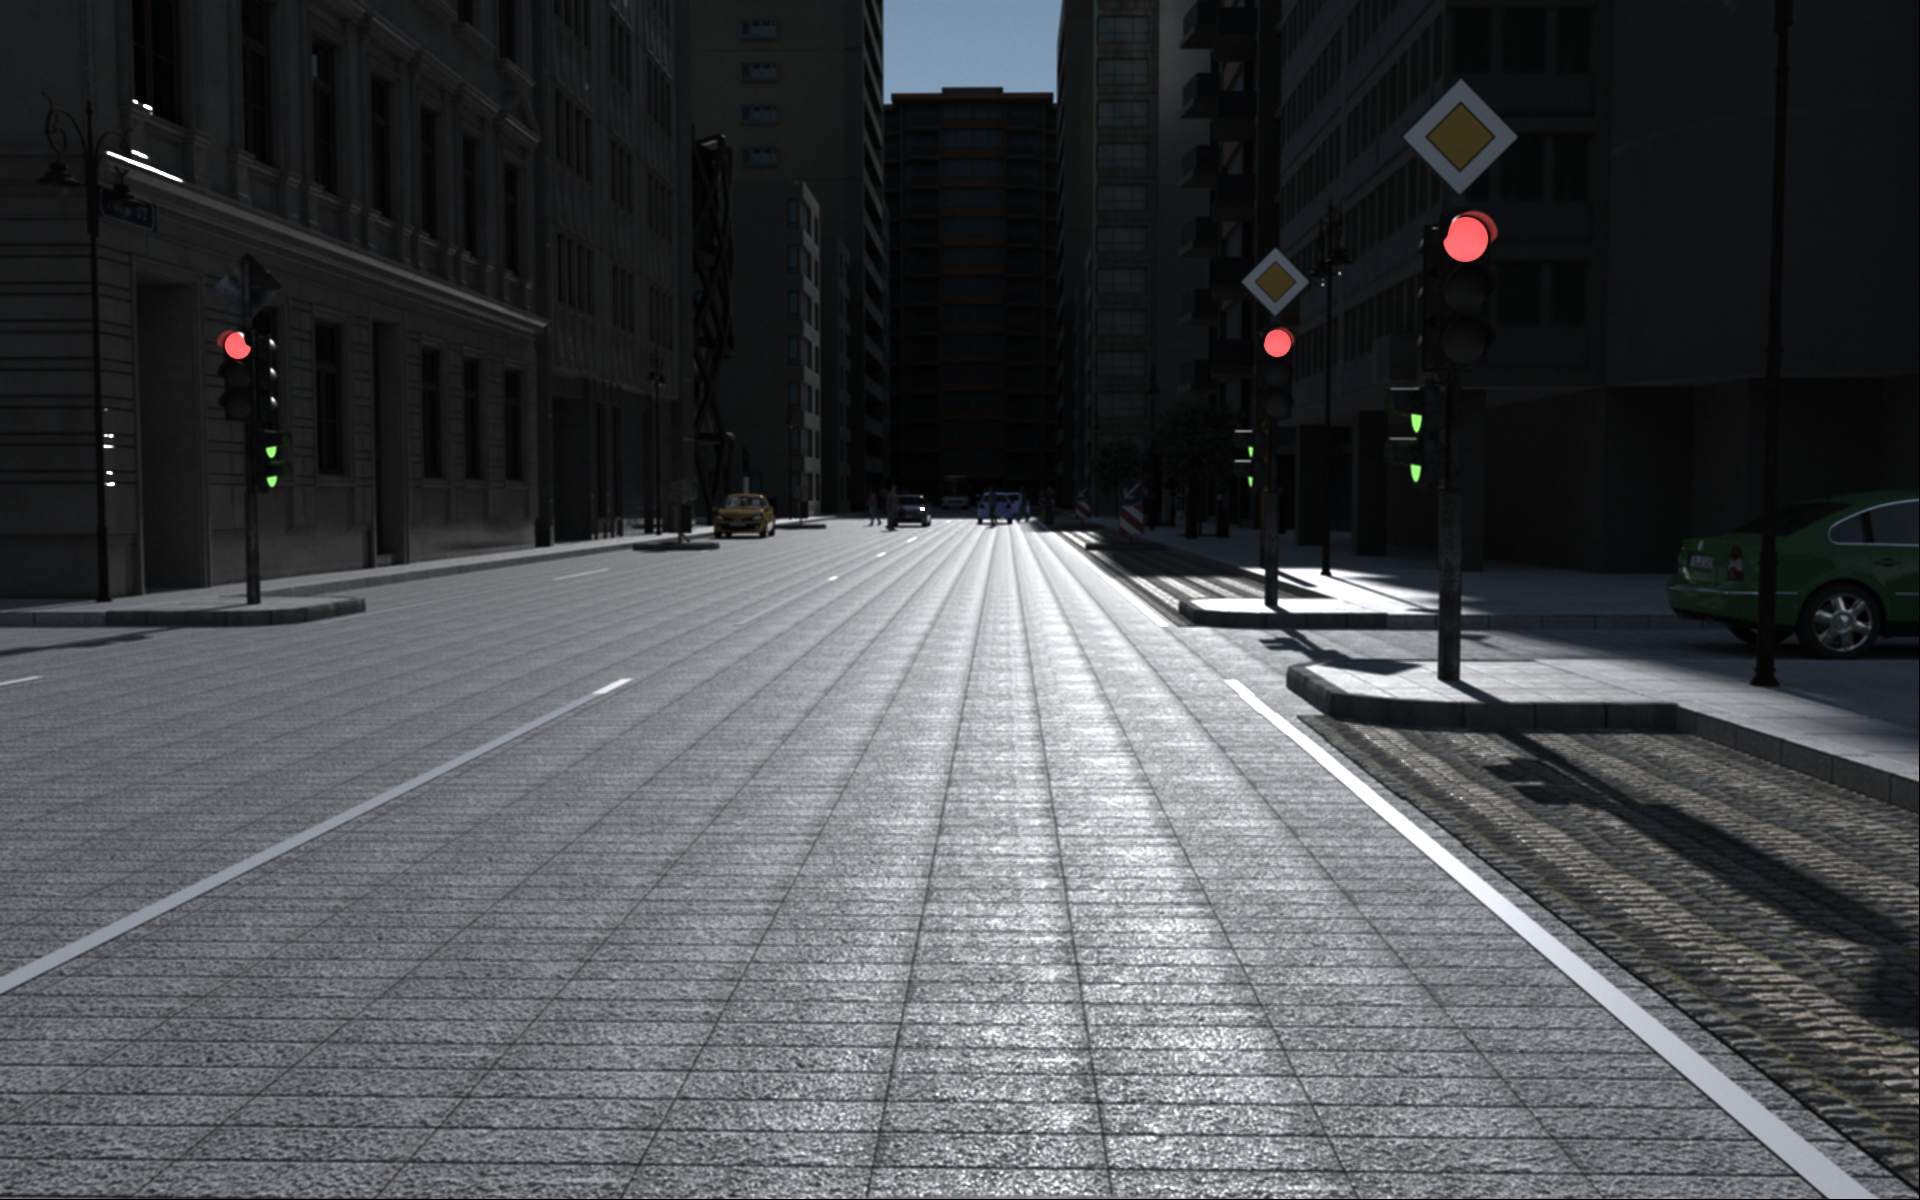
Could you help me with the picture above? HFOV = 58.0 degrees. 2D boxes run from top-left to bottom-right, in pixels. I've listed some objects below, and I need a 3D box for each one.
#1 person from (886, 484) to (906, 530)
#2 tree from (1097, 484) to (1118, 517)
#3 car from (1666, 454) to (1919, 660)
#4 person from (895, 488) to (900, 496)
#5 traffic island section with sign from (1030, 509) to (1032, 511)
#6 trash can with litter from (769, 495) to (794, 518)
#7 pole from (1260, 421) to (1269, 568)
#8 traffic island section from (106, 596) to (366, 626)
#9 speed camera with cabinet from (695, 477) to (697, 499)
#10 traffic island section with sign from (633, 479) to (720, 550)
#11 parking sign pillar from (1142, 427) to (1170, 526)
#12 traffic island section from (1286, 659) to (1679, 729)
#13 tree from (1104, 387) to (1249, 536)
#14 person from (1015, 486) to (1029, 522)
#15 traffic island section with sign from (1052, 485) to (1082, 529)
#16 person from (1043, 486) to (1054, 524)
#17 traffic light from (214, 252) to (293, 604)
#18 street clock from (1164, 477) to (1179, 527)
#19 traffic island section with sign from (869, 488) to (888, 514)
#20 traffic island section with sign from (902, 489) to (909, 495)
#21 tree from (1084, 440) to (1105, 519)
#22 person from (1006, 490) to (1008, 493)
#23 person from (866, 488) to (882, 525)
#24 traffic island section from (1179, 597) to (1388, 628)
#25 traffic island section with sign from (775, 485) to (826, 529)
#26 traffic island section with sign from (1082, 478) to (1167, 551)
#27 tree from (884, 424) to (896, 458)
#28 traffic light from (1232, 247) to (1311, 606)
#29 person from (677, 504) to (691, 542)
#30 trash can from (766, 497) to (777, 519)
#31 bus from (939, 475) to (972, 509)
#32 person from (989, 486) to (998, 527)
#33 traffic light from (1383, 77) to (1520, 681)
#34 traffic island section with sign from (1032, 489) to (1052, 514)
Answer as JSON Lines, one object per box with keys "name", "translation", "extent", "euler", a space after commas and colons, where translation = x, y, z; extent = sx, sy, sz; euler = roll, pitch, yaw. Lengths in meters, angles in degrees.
{"name": "person", "translation": [-2.617, -3.652, 68.330], "extent": [0.853, 1.813, 0.709], "euler": [2, 4, 26]}
{"name": "tree", "translation": [8.307, -6.363, 98.640], "extent": [1.663, 3.219, 1.824], "euler": [0, 3, 0]}
{"name": "car", "translation": [8.959, -0.420, 15.657], "extent": [4.718, 1.807, 1.959], "euler": [0, 4, 2]}
{"name": "person", "translation": [-4.428, -6.828, 120.151], "extent": [1.348, 1.823, 0.705], "euler": [-1, 4, -12]}
{"name": "traffic island section with sign", "translation": [6.949, -8.562, 148.623], "extent": [1.989, 1.847, 2.006], "euler": [0, 4, 1]}
{"name": "trash can with litter", "translation": [-9.893, -5.037, 93.404], "extent": [2.233, 1.210, 1.678], "euler": [3, 4, 38]}
{"name": "pole", "translation": [5.325, -2.215, 30.055], "extent": [0.158, 3.312, 0.155], "euler": [0, 3, 0]}
{"name": "traffic island section", "translation": [-8.280, 0.123, 20.268], "extent": [2.009, 0.180, 2.903], "euler": [0, 4, 1]}
{"name": "speed camera with cabinet", "translation": [-13.832, -5.536, 84.845], "extent": [0.660, 3.252, 2.038], "euler": [3, 5, 41]}
{"name": "traffic island section with sign", "translation": [-7.320, -2.225, 45.000], "extent": [1.989, 1.847, 2.006], "euler": [0, 4, 1]}
{"name": "parking sign pillar", "translation": [7.710, -4.950, 69.403], "extent": [1.447, 3.967, 1.447], "euler": [2, 4, 25]}
{"name": "traffic island section", "translation": [3.401, 0.630, 11.974], "extent": [2.009, 0.180, 2.903], "euler": [0, 4, 1]}
{"name": "tree", "translation": [7.311, -4.247, 53.154], "extent": [4.285, 4.588, 4.351], "euler": [0, 3, 0]}
{"name": "person", "translation": [3.154, -4.827, 87.413], "extent": [0.713, 1.824, 0.794], "euler": [-1, 4, -21]}
{"name": "traffic island section with sign", "translation": [4.960, -3.878, 72.032], "extent": [1.989, 1.847, 2.006], "euler": [0, 4, 1]}
{"name": "person", "translation": [4.172, -4.486, 82.067], "extent": [0.699, 1.804, 1.509], "euler": [1, 4, 11]}
{"name": "traffic light", "translation": [-8.240, -1.909, 20.132], "extent": [0.839, 4.253, 0.868], "euler": [0, 4, 1]}
{"name": "street clock", "translation": [8.309, -3.855, 67.604], "extent": [0.471, 2.002, 0.358], "euler": [0, 4, -6]}
{"name": "traffic island section with sign", "translation": [-5.319, -6.933, 121.985], "extent": [1.989, 1.847, 2.006], "euler": [0, 4, 1]}
{"name": "traffic island section with sign", "translation": [-4.631, -8.581, 148.931], "extent": [1.989, 1.847, 2.006], "euler": [0, 4, 1]}
{"name": "tree", "translation": [8.134, -6.496, 89.928], "extent": [4.285, 4.588, 4.351], "euler": [0, 3, 0]}
{"name": "person", "translation": [4.028, -8.548, 148.284], "extent": [1.348, 1.821, 0.705], "euler": [2, 4, 34]}
{"name": "person", "translation": [-3.949, -4.267, 79.101], "extent": [0.643, 1.720, 0.563], "euler": [2, 4, 29]}
{"name": "traffic island section", "translation": [3.607, 0.142, 19.957], "extent": [2.009, 0.180, 2.903], "euler": [0, 4, 1]}
{"name": "traffic island section with sign", "translation": [-6.609, -3.884, 72.139], "extent": [1.989, 1.847, 2.006], "euler": [0, 4, 1]}
{"name": "traffic island section with sign", "translation": [4.241, -2.197, 44.547], "extent": [1.989, 1.847, 2.006], "euler": [0, 4, 1]}
{"name": "tree", "translation": [-7.927, -12.526, 155.160], "extent": [4.360, 8.622, 3.978], "euler": [0, 3, 0]}
{"name": "traffic light", "translation": [3.567, -1.891, 19.844], "extent": [0.839, 4.253, 0.868], "euler": [0, 4, 1]}
{"name": "person", "translation": [-7.563, -2.041, 46.886], "extent": [0.505, 1.210, 0.382], "euler": [-3, 5, -45]}
{"name": "trash can", "translation": [-9.284, -4.471, 84.749], "extent": [0.748, 1.137, 0.748], "euler": [0, 3, 0]}
{"name": "bus", "translation": [-0.441, -10.334, 163.821], "extent": [2.948, 3.499, 13.247], "euler": [0, 4, 0]}
{"name": "person", "translation": [1.432, -4.054, 75.129], "extent": [0.444, 1.785, 0.601], "euler": [3, 5, 42]}
{"name": "traffic light", "translation": [3.361, -1.403, 11.861], "extent": [0.839, 4.253, 0.868], "euler": [0, 4, 1]}
{"name": "traffic island section with sign", "translation": [6.243, -6.914, 121.677], "extent": [1.989, 1.847, 2.006], "euler": [0, 4, 1]}
